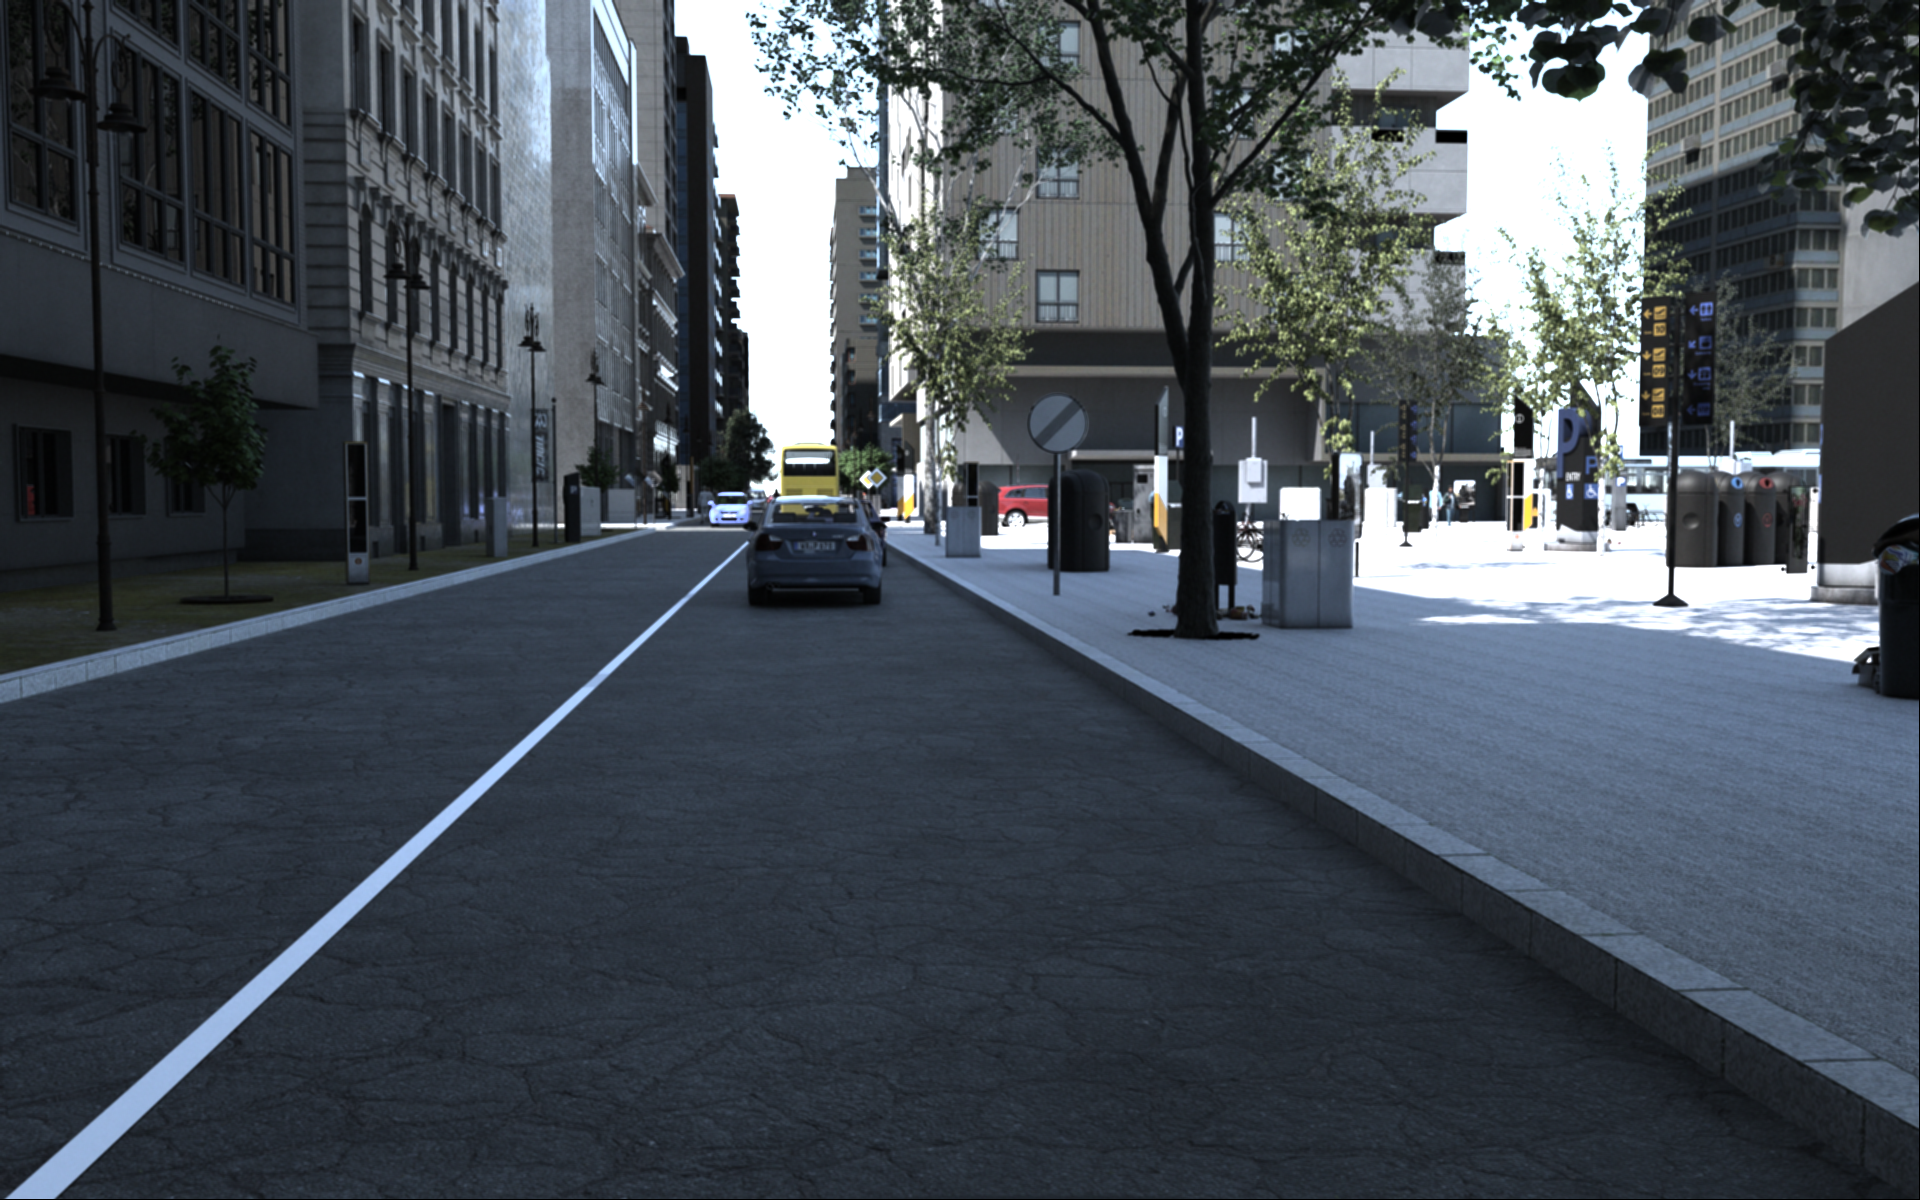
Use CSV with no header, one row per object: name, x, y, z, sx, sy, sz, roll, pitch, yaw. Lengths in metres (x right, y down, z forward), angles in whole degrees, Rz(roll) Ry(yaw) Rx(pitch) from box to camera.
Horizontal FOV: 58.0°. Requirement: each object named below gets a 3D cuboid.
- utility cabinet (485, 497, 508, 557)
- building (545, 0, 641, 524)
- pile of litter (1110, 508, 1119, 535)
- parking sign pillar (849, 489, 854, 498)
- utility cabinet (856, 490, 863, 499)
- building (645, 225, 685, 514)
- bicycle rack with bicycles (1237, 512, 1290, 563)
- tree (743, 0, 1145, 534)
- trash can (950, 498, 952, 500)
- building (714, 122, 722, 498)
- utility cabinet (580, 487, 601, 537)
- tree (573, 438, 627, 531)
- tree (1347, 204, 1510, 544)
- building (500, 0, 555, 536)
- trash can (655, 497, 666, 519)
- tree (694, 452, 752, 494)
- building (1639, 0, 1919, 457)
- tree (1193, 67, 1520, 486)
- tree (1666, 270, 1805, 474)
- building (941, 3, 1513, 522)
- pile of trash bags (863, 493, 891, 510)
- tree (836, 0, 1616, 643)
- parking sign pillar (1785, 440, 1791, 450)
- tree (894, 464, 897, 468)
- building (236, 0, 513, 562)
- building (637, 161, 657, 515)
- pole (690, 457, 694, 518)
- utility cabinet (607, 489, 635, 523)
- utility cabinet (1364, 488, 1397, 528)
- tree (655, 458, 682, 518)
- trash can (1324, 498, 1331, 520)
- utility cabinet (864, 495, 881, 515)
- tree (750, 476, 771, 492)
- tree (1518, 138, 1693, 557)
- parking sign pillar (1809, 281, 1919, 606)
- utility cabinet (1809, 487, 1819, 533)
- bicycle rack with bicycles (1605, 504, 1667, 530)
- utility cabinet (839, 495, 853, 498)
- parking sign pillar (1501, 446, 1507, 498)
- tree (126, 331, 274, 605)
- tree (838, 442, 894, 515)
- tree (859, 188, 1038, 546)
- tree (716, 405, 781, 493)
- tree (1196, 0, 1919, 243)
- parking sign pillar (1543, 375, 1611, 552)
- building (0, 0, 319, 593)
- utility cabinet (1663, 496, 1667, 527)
utility cabinet,-9.555,-1.498,35.661,0.306,1.237,1.020,-2,4,-24
building,-22.235,-16.141,81.933,12.078,24.808,19.932,0,4,-5
pile of litter,4.988,-2.467,54.296,1.719,0.858,1.176,1,4,22
parking sign pillar,-8.817,-9.358,141.469,1.447,3.967,1.447,0,4,-5
utility cabinet,-6.019,-5.840,104.162,0.318,1.500,1.173,0,4,3
building,-25.926,-17.497,122.240,11.583,22.565,21.152,0,4,-5
bicycle rack with bicycles,5.859,-1.209,33.154,2.925,0.926,2.852,1,4,15
tree,0.507,-12.168,54.838,12.611,20.169,13.585,0,3,0
trash can,-0.009,-3.278,65.248,0.748,1.137,0.748,0,3,0
building,-38.582,-35.232,195.657,23.786,49.044,30.456,0,4,-5
utility cabinet,-11.216,-2.653,52.058,0.318,1.500,1.173,1,4,18
tree,-12.636,-3.995,59.923,1.663,3.219,1.824,0,3,0
tree,12.245,-5.772,44.733,4.360,8.622,3.978,0,3,0
building,-22.301,-12.264,55.268,16.860,20.320,10.420,0,4,-5
trash can,-15.734,-4.834,90.693,0.748,1.137,0.748,0,3,0
tree,-19.038,-9.196,134.073,4.285,4.588,4.351,0,3,0
building,54.305,-24.778,96.994,23.993,40.220,32.217,0,4,-5
tree,6.151,-4.820,29.178,4.737,8.622,4.395,0,3,0
tree,24.839,-6.495,56.553,4.360,8.622,3.978,0,3,0
building,10.895,-30.590,89.384,27.495,52.752,28.713,0,4,-5
pile of trash bags,-7.305,-8.249,144.622,1.912,1.369,3.447,-3,4,-38
tree,1.944,-5.468,15.150,9.928,11.665,9.643,0,3,0
parking sign pillar,41.718,-6.022,86.934,1.447,3.967,1.447,3,4,38
tree,-7.739,-8.912,129.419,4.285,4.588,4.351,0,3,0
building,-16.961,-11.724,40.842,9.793,20.994,18.267,0,4,-5
building,-24.099,-16.692,101.786,11.050,23.489,19.941,0,4,-5
pole,-14.617,-6.149,94.379,0.158,3.312,0.155,0,3,0
utility cabinet,-15.014,-4.163,76.743,1.173,1.500,0.318,-1,4,-18
utility cabinet,15.967,-3.491,65.749,1.173,1.500,0.318,2,4,35
tree,-15.404,-5.981,92.391,1.663,3.219,1.824,0,3,0
trash can,12.780,-2.893,58.950,0.748,1.137,0.748,0,3,0
utility cabinet,-5.380,-5.816,106.256,1.020,1.237,0.306,-2,4,-26
tree,-34.803,-21.709,305.298,4.360,8.622,3.978,0,3,0
tree,12.890,-5.187,35.167,4.737,8.622,4.395,0,3,0
parking sign pillar,10.874,-1.954,20.419,1.447,3.967,1.447,1,4,22
utility cabinet,27.899,-2.944,56.812,1.173,1.500,0.318,2,4,29
bicycle rack with bicycles,24.165,-3.035,63.008,2.925,0.926,2.852,-1,4,-9
utility cabinet,-8.096,-6.823,122.720,1.020,1.237,0.306,1,4,14
parking sign pillar,31.436,-6.898,101.261,1.447,3.967,1.447,2,4,26
tree,-8.712,-1.593,20.651,1.663,3.219,1.824,0,3,0
tree,-7.008,-7.943,113.587,4.285,4.588,4.351,0,3,0
tree,-0.294,-5.650,42.734,4.737,8.622,4.395,0,3,0
tree,-27.453,-18.686,222.530,9.611,12.733,9.660,0,3,0
tree,3.559,-5.961,4.126,9.857,13.997,8.962,0,3,0
parking sign pillar,13.848,-3.076,38.765,1.447,3.967,1.447,0,4,-6
building,-17.552,-13.779,18.792,14.314,27.812,24.014,0,4,-5
utility cabinet,28.100,-3.464,67.795,1.020,1.237,0.306,1,4,18
